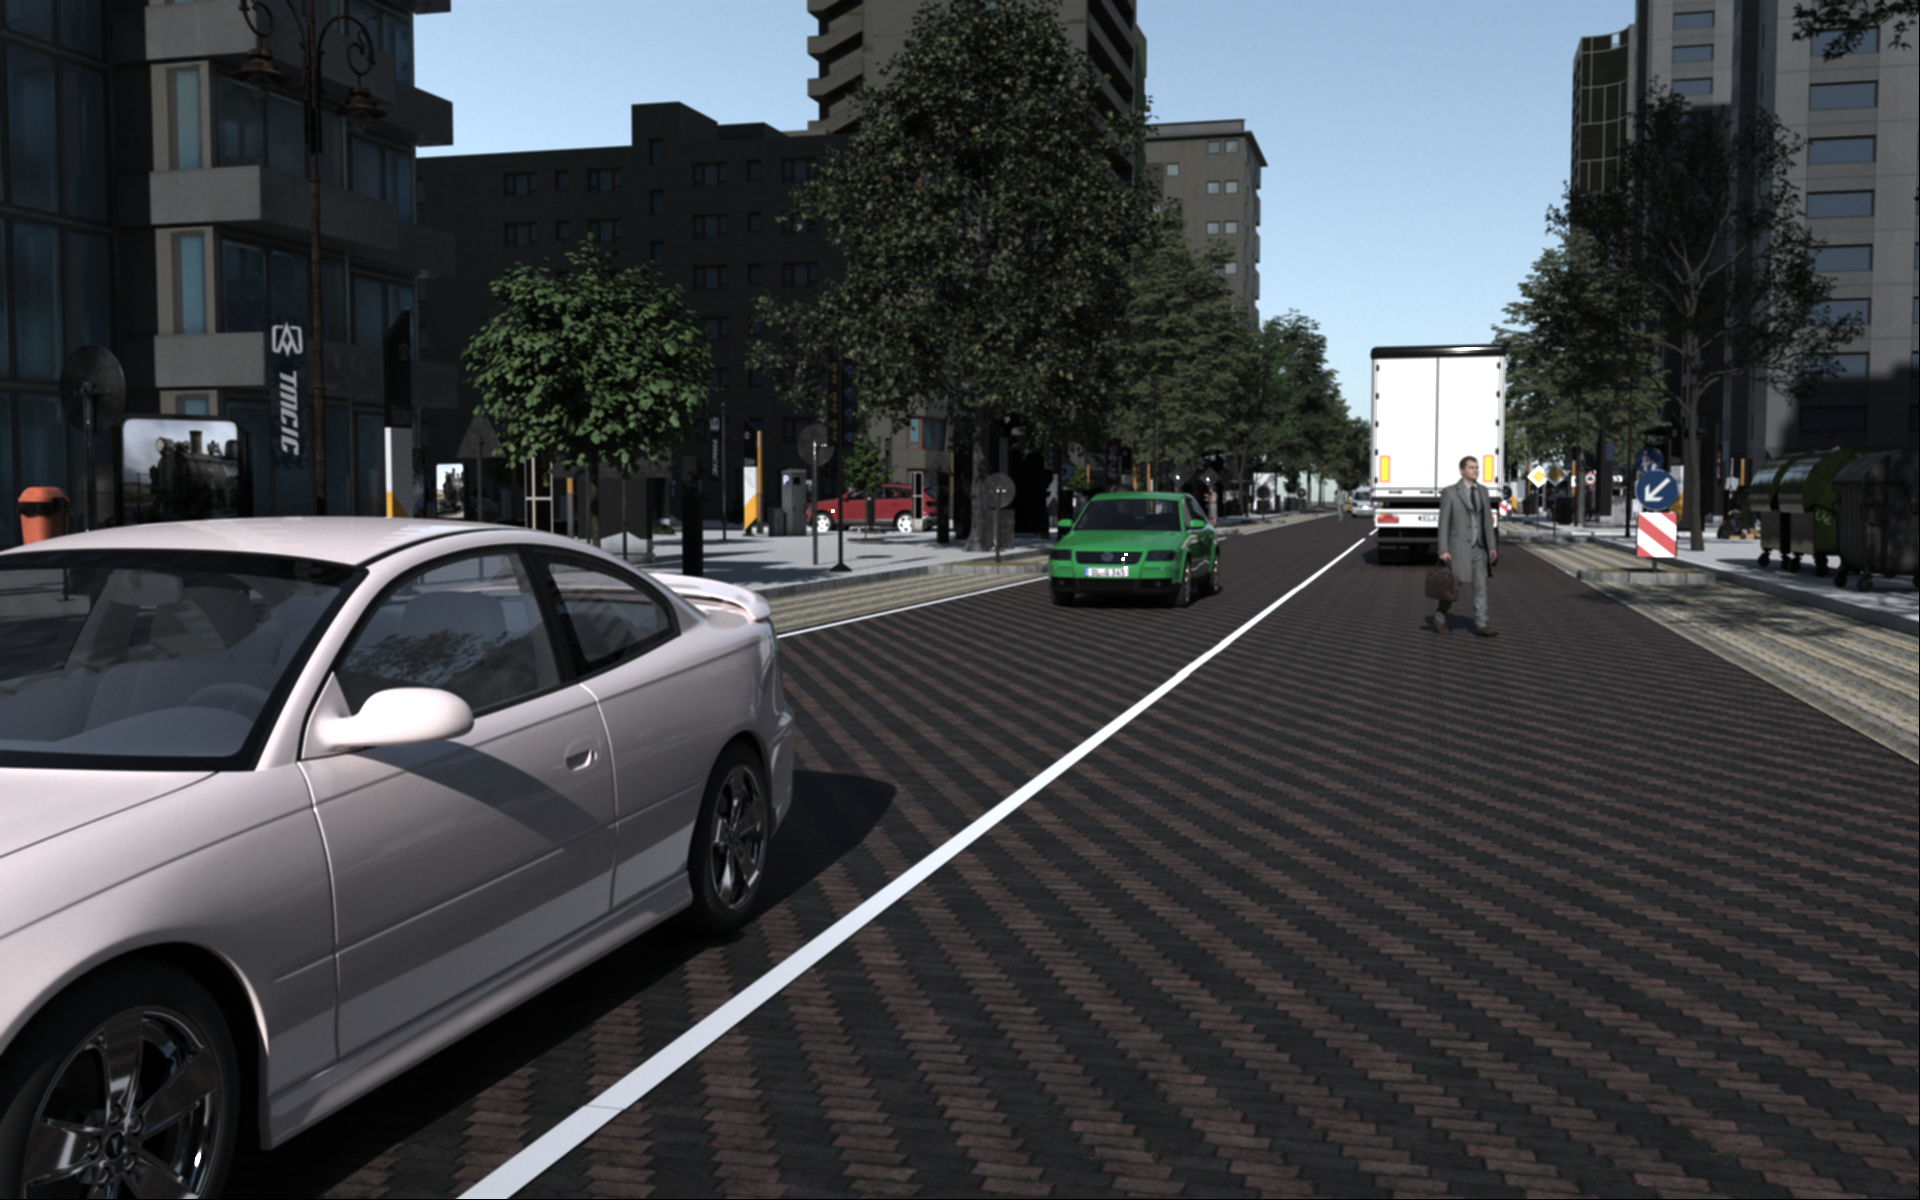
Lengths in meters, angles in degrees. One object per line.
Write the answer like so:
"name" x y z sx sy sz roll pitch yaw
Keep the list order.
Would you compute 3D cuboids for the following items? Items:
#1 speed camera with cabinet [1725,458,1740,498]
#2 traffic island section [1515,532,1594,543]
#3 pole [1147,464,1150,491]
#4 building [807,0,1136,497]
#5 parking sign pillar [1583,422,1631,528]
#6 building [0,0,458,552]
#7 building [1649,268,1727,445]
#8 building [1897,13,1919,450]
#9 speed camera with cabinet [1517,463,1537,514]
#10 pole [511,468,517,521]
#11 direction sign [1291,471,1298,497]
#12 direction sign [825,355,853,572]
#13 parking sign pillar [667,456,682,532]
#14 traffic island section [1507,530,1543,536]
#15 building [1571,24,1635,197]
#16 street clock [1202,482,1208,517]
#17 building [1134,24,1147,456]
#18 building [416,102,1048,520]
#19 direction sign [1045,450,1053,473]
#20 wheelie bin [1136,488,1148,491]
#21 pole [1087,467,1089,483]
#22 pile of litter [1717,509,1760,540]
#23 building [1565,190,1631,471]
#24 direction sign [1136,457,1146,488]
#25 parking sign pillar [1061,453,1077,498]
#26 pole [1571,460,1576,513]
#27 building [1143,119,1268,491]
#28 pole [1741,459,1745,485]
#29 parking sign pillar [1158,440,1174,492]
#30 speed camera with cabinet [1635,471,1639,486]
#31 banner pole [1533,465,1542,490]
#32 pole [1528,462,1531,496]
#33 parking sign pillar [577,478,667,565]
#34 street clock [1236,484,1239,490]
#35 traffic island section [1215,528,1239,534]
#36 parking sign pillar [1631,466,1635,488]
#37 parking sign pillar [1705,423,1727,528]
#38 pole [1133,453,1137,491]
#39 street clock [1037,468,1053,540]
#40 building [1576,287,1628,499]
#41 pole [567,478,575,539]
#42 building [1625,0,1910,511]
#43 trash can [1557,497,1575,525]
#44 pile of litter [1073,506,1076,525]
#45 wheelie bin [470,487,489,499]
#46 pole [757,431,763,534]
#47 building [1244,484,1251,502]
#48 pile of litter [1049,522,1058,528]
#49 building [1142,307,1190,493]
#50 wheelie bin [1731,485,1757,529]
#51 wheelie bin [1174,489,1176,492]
"speed camera with cabinet" 43.197 -6.171 95.234 2.038 3.252 0.660 2 4 33
"traffic island section" 18.062 -1.853 52.579 2.009 0.180 2.903 1 4 15
"pole" 12.598 -7.463 115.866 0.158 3.312 0.155 0 3 0
"building" 0.904 -30.973 130.105 21.300 48.544 21.600 1 4 15
"parking sign pillar" 24.453 -4.728 65.776 1.447 3.967 1.447 1 4 12
"building" -29.358 -25.690 39.646 30.456 49.044 23.786 1 4 15
"building" 73.686 -18.239 143.246 27.650 21.520 28.899 1 4 15
"building" 59.728 -34.624 108.103 21.231 58.520 28.212 1 4 15
"speed camera with cabinet" 36.469 -7.125 110.828 2.038 3.252 0.660 -3 5 -40
"pole" -18.462 -4.759 71.651 0.158 3.312 0.155 0 3 0
"direction sign" 26.288 -8.816 136.143 0.379 3.537 0.876 -1 4 -20
"direction sign" -1.978 -2.240 28.619 0.379 3.537 0.876 2 4 23
"parking sign pillar" -9.958 -4.302 58.812 1.447 3.967 1.447 0 4 1
"traffic island section" 20.129 -2.325 60.293 2.009 0.180 2.903 1 4 15
"building" 103.696 -50.793 268.713 20.563 71.187 20.611 1 4 15
"street clock" 11.919 -4.870 84.190 0.358 2.002 0.471 0 4 8
"building" 7.811 -28.421 148.275 14.154 41.232 14.086 1 4 15
"building" -11.279 -15.583 99.828 27.650 21.520 28.899 1 4 15
"direction sign" 4.533 -5.944 89.184 0.379 3.537 0.876 -2 4 -28
"wheelie bin" 9.964 -5.343 95.262 0.980 1.594 0.693 1 4 17
"pole" 8.678 -7.565 117.537 0.158 3.312 0.155 0 3 0
"pile of litter" 22.298 -2.158 49.256 1.719 0.858 1.176 -1 4 -12
"building" 96.663 -36.898 253.397 14.600 45.320 14.200 1 4 15
"direction sign" 11.044 -6.946 105.566 0.379 3.537 0.876 -2 4 -34
"parking sign pillar" 7.026 -7.638 113.358 1.447 3.967 1.447 3 5 41
"pole" 37.183 -6.797 104.966 0.158 3.312 0.155 0 3 0
"building" 28.706 -40.430 250.270 28.713 52.752 27.495 1 4 15
"pole" 44.917 -6.458 99.434 0.158 3.312 0.155 0 3 0
"parking sign pillar" 10.411 -6.045 87.309 1.447 3.967 1.447 2 4 25
"speed camera with cabinet" 47.499 -7.658 119.542 0.660 3.252 2.038 -3 4 -38
"banner pole" 43.041 -8.497 128.944 0.863 3.779 0.401 3 5 42
"pole" 35.817 -7.048 109.073 0.158 3.312 0.155 0 3 0
"parking sign pillar" -6.348 -2.650 31.807 1.447 3.967 1.447 0 4 5
"street clock" 20.662 -7.566 128.273 0.358 2.002 0.471 3 5 44
"traffic island section" 9.078 -2.506 63.249 2.009 0.180 2.903 1 4 15
"parking sign pillar" 44.201 -7.753 115.241 1.447 3.967 1.447 -3 5 -44
"parking sign pillar" 28.955 -4.766 66.404 1.447 3.967 1.447 0 4 8
"pole" 8.709 -5.655 86.306 0.158 3.312 0.155 0 3 0
"street clock" 2.400 -2.704 48.775 0.358 2.002 0.471 3 4 36
"building" 92.816 -28.643 240.018 14.160 30.474 14.107 1 4 15
"pole" -10.961 -3.356 48.715 0.158 3.312 0.155 0 3 0
"building" 77.408 -38.461 170.844 21.231 58.520 28.212 1 4 15
"trash can" 25.194 -3.699 72.125 0.748 1.137 0.748 0 3 0
"pile of litter" 4.689 -3.648 73.606 1.176 0.858 1.719 0 4 4
"wheelie bin" -22.559 -4.492 81.357 0.693 1.594 0.980 1 4 14
"pole" -6.450 -3.788 55.775 0.158 3.312 0.155 0 3 0
"building" 32.947 -35.733 276.120 32.217 40.220 23.993 1 4 15
"pile of litter" 2.901 -3.117 64.933 1.719 0.858 1.176 1 4 15
"building" 7.087 -19.953 171.276 27.650 21.520 28.899 1 4 15
"wheelie bin" 28.556 -3.362 62.878 0.980 1.594 0.693 0 4 -3
"wheelie bin" 14.038 -6.529 114.652 0.980 1.594 0.693 -3 5 -45
